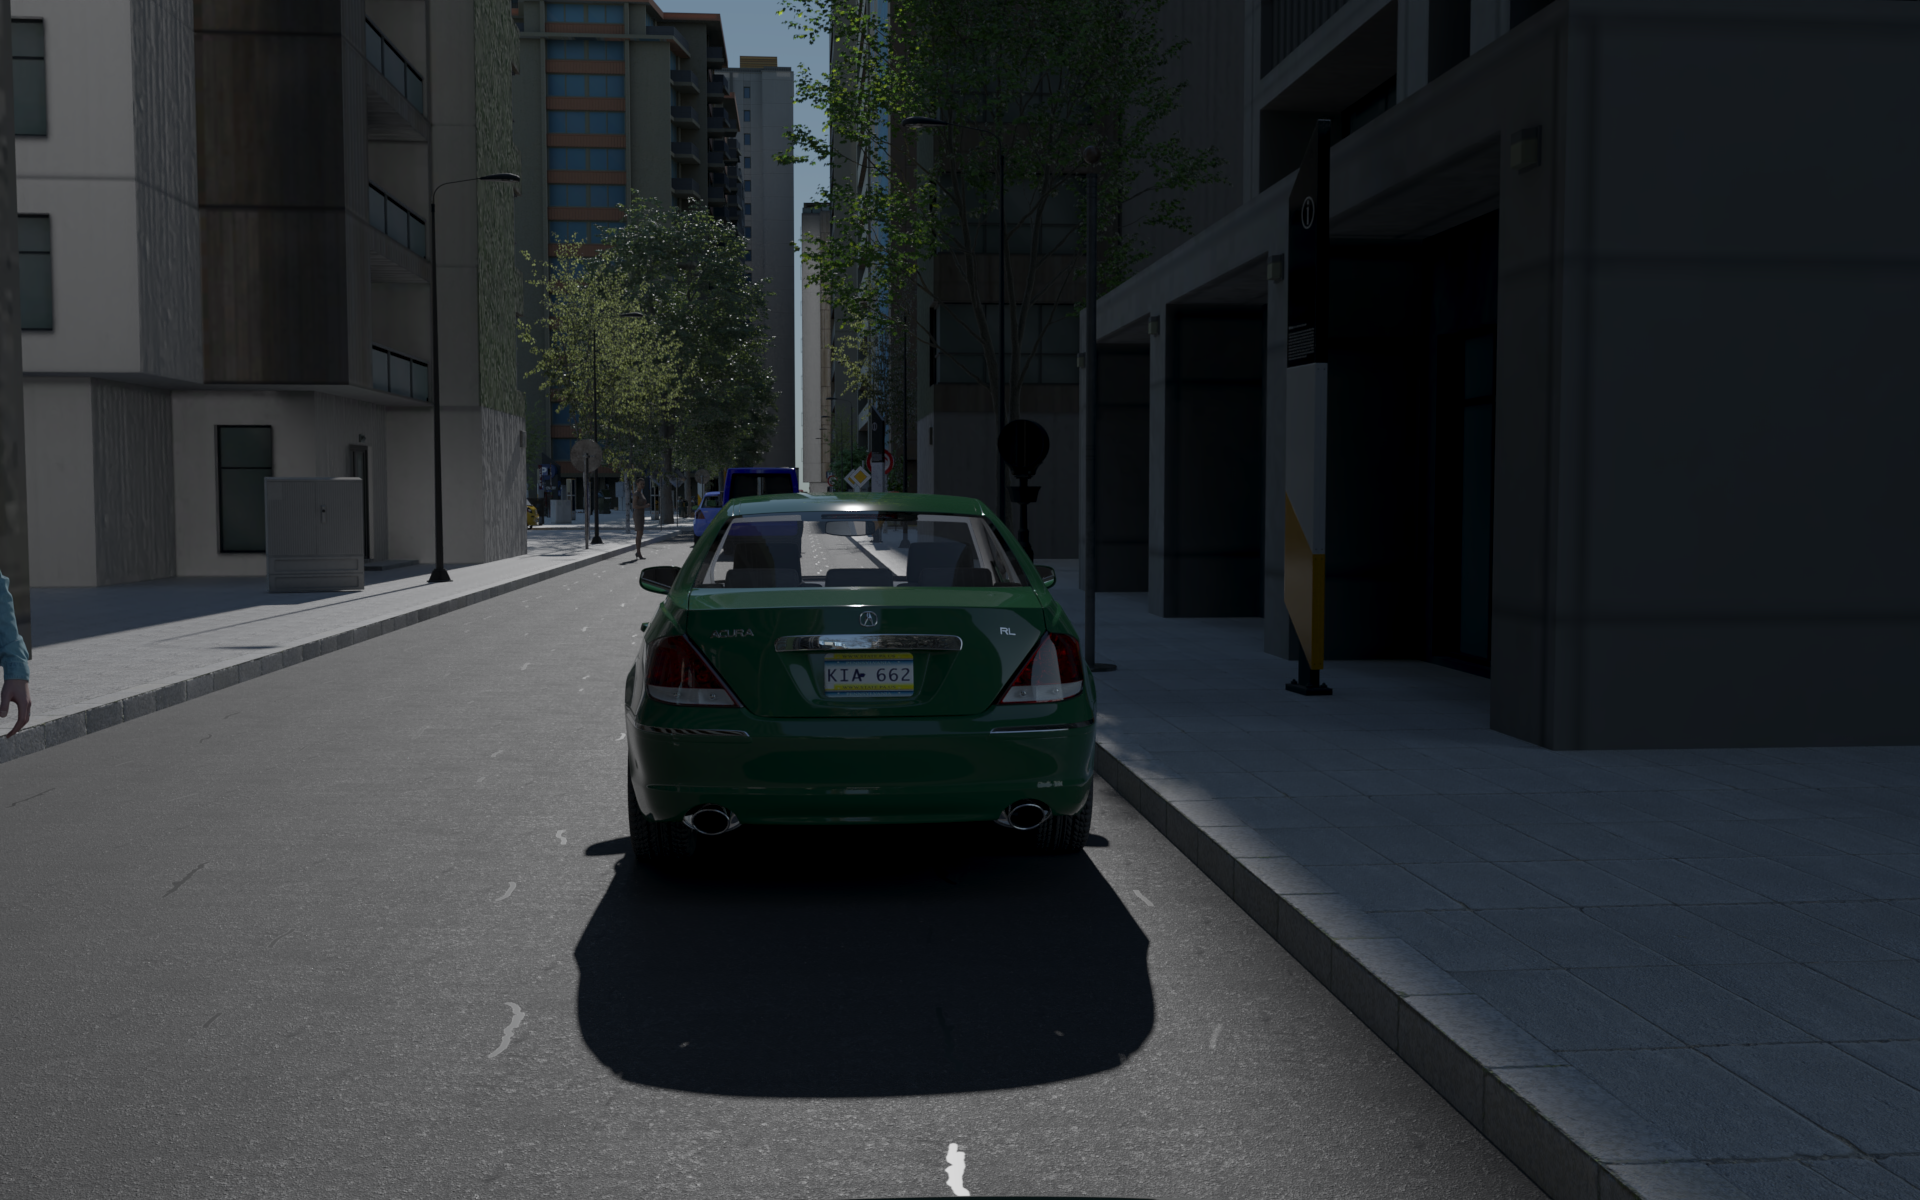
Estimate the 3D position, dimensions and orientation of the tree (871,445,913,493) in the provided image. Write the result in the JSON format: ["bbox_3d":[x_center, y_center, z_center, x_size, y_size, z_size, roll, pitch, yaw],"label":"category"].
[{"bbox_3d":[-2.508,-4.520,68.501,1.663,3.219,1.824,0,3,0],"label":"tree"}]

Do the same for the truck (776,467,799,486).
[{"bbox_3d":[-18.745,-12.128,187.205,2.839,4.237,11.283,0,4,-7],"label":"truck"}]

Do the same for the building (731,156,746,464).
[{"bbox_3d":[-32.966,-32.158,209.384,14.086,41.232,14.154,0,4,-5],"label":"building"}]

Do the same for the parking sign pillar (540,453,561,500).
[{"bbox_3d":[-26.511,-7.561,112.096,1.447,3.967,1.447,1,4,17],"label":"parking sign pillar"}]

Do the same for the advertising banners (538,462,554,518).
[{"bbox_3d":[-24.988,-6.625,104.508,0.090,3.025,2.074,1,4,12],"label":"advertising banners"}]

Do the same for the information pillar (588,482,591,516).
[{"bbox_3d":[-21.976,-5.979,102.255,0.304,2.012,0.304,-1,4,-13],"label":"information pillar"}]

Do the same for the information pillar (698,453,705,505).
[{"bbox_3d":[-13.292,-5.975,89.041,0.504,3.616,0.183,3,5,42],"label":"information pillar"}]

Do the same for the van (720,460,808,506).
[{"bbox_3d":[-4.858,-2.345,42.733,2.240,2.365,5.245,0,4,-6],"label":"van"}]

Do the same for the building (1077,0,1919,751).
[{"bbox_3d":[12.705,-35.086,11.916,20.563,71.187,20.611,0,4,-5],"label":"building"}]

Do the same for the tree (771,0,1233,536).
[{"bbox_3d":[0.750,-6.291,28.612,9.928,11.665,9.643,0,3,0],"label":"tree"}]

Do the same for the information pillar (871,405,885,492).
[{"bbox_3d":[-2.165,-3.322,45.661,0.183,3.616,0.504,-3,5,-40],"label":"information pillar"}]

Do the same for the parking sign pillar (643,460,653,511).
[{"bbox_3d":[-24.013,-8.903,134.035,1.447,3.967,1.447,1,4,16],"label":"parking sign pillar"}]

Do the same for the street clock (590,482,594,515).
[{"bbox_3d":[-22.458,-6.166,105.391,0.358,2.002,0.471,0,4,-7],"label":"street clock"}]

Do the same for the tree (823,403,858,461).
[{"bbox_3d":[-9.091,-11.510,138.553,4.737,8.622,4.395,0,3,0],"label":"tree"}]

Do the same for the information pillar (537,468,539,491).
[{"bbox_3d":[-33.401,-8.952,137.724,0.504,3.616,0.183,2,4,35],"label":"information pillar"}]

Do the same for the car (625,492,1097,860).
[{"bbox_3d":[-0.512,0.215,8.279,2.131,1.459,4.920,0,4,-5],"label":"car"}]

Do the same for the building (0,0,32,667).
[{"bbox_3d":[-16.825,-23.047,0.516,21.300,48.544,21.600,0,4,-5],"label":"building"}]

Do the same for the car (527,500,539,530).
[{"bbox_3d":[-17.870,-3.350,65.003,3.980,1.641,2.015,0,4,-4],"label":"car"}]

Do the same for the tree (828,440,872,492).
[{"bbox_3d":[-6.421,-7.470,105.853,4.285,4.588,4.351,0,3,0],"label":"tree"}]

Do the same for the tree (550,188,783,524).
[{"bbox_3d":[-12.469,-10.225,73.841,9.857,13.997,8.962,0,3,0],"label":"tree"}]

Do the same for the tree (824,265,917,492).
[{"bbox_3d":[-2.197,-6.466,56.089,4.360,8.622,3.978,0,3,0],"label":"tree"}]

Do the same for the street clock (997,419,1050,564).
[{"bbox_3d":[0.618,-0.753,16.878,0.471,2.002,0.358,1,4,16],"label":"street clock"}]

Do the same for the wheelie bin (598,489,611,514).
[{"bbox_3d":[-22.785,-6.292,110.777,0.693,1.594,0.980,3,4,37],"label":"wheelie bin"}]

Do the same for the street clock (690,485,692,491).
[{"bbox_3d":[-21.156,-7.980,135.042,0.471,2.002,0.358,-2,4,-28],"label":"street clock"}]

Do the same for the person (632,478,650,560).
[{"bbox_3d":[-7.010,-1.788,38.076,0.374,1.781,0.599,0,4,5],"label":"person"}]

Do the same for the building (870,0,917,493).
[{"bbox_3d":[2.339,-27.131,93.699,14.600,45.320,14.200,0,4,-5],"label":"building"}]

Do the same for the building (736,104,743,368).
[{"bbox_3d":[-34.559,-32.426,184.797,22.147,44.769,28.867,0,4,-5],"label":"building"}]

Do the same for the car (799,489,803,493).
[{"bbox_3d":[-12.921,-7.718,134.864,2.281,1.827,5.304,0,4,-6],"label":"car"}]

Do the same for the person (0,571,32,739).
[{"bbox_3d":[-2.804,0.233,4.547,0.638,1.841,0.748,-3,4,-38],"label":"person"}]

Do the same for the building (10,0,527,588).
[{"bbox_3d":[-15.587,-21.079,28.237,14.154,41.232,14.086,0,4,-5],"label":"building"}]

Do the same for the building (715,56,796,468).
[{"bbox_3d":[-36.596,-42.432,235.765,28.212,58.520,21.231,0,4,-5],"label":"building"}]

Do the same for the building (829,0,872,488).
[{"bbox_3d":[-0.884,-32.591,156.571,21.300,48.544,21.600,0,4,-5],"label":"building"}]

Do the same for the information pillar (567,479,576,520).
[{"bbox_3d":[-18.934,-4.884,84.341,0.304,2.012,0.304,2,4,30],"label":"information pillar"}]

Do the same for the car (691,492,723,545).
[{"bbox_3d":[-6.680,-2.428,49.290,1.945,1.707,3.694,0,4,-6],"label":"car"}]

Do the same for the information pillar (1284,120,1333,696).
[{"bbox_3d":[2.236,-1.211,11.154,0.183,3.616,0.504,-1,4,-11],"label":"information pillar"}]

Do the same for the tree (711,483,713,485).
[{"bbox_3d":[-16.347,-9.671,108.485,4.360,8.622,3.978,0,3,0],"label":"tree"}]

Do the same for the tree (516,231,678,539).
[{"bbox_3d":[-10.450,-6.007,48.577,4.360,8.622,3.978,0,3,0],"label":"tree"}]

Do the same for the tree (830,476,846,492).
[{"bbox_3d":[-7.833,-7.323,114.329,1.663,3.219,1.824,0,3,0],"label":"tree"}]

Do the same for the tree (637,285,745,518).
[{"bbox_3d":[-15.060,-10.765,94.140,7.486,12.596,7.792,0,3,0],"label":"tree"}]

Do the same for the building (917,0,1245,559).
[{"bbox_3d":[5.846,-16.442,40.526,14.160,30.474,14.107,0,4,-5],"label":"building"}]

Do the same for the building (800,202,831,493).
[{"bbox_3d":[-14.579,-33.771,235.750,14.086,41.232,14.154,0,4,-5],"label":"building"}]

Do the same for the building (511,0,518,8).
[{"bbox_3d":[-60.976,-48.598,232.828,20.611,71.187,20.563,0,4,-5],"label":"building"}]

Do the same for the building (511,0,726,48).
[{"bbox_3d":[-32.023,-30.651,155.775,22.147,44.769,28.867,0,4,-5],"label":"building"}]

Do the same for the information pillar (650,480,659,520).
[{"bbox_3d":[-15.011,-4.938,85.220,0.304,2.012,0.304,3,4,37],"label":"information pillar"}]
